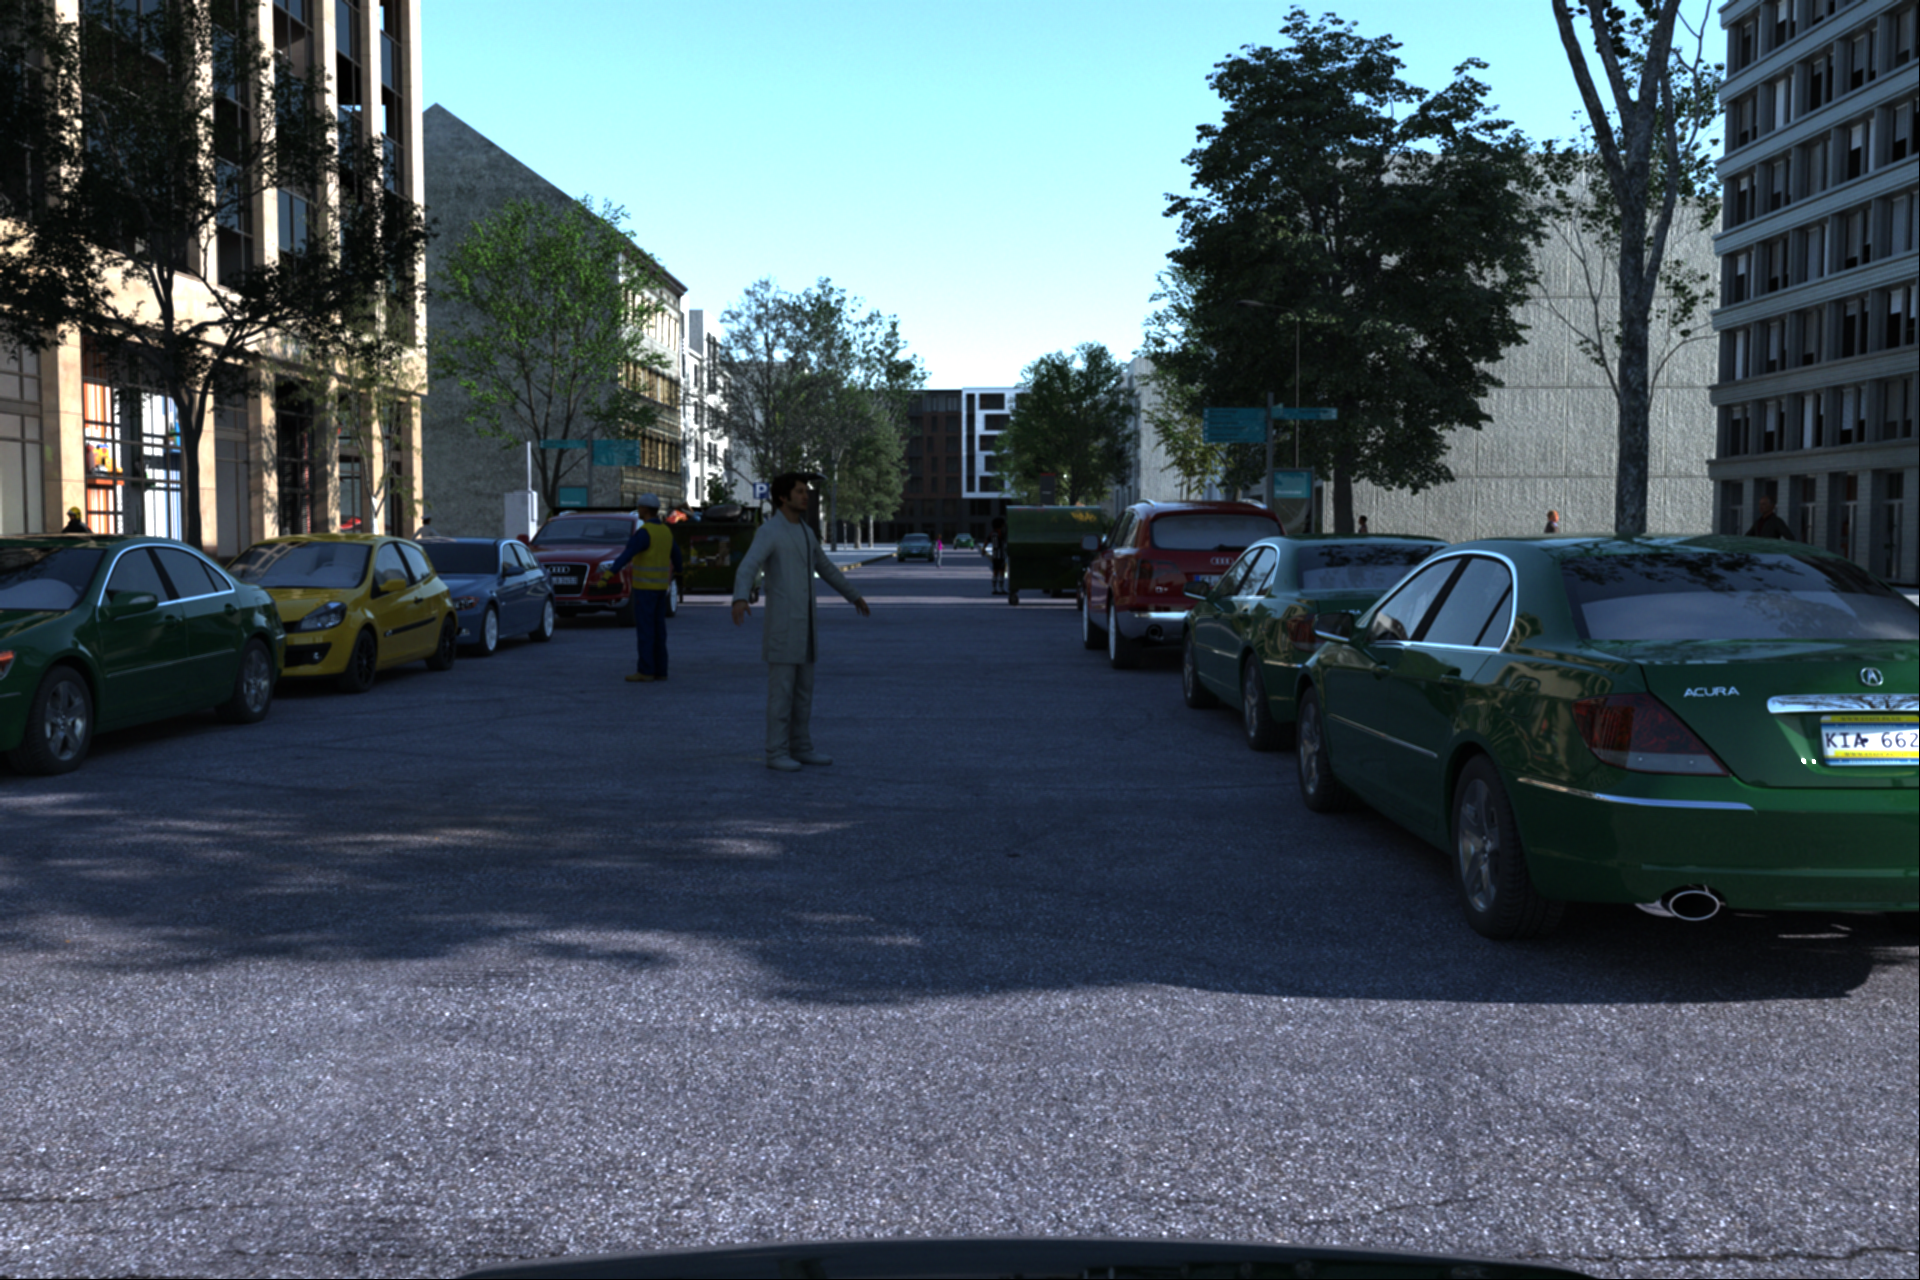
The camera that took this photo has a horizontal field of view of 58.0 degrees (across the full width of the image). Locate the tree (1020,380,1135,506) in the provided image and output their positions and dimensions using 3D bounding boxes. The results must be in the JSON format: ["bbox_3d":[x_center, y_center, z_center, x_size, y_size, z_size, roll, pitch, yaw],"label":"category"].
[{"bbox_3d":[7.025,-10.239,101.827,7.601,10.594,8.767,-2,4,-32],"label":"tree"}]

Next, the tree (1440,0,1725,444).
[{"bbox_3d":[23.873,-12.713,63.746,12.611,20.169,13.585,0,3,0],"label":"tree"}]

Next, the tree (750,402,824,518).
[{"bbox_3d":[-9.246,-8.689,92.434,4.737,8.622,4.395,0,3,0],"label":"tree"}]

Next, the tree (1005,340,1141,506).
[{"bbox_3d":[5.997,-10.176,92.129,9.928,11.665,9.643,0,3,0],"label":"tree"}]

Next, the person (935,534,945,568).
[{"bbox_3d":[-0.832,-3.795,73.764,0.599,1.433,0.991,1,4,16],"label":"person"}]

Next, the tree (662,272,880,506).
[{"bbox_3d":[-8.878,-10.516,82.304,12.009,13.543,11.850,0,3,0],"label":"tree"}]

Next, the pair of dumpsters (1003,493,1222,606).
[{"bbox_3d":[3.087,-1.825,34.793,4.436,2.255,1.574,0,4,-1],"label":"pair of dumpsters"}]

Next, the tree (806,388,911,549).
[{"bbox_3d":[-8.994,-14.893,150.152,9.857,13.997,8.962,0,3,0],"label":"tree"}]

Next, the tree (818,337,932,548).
[{"bbox_3d":[-9.062,-18.905,164.990,12.611,20.169,13.585,0,3,0],"label":"tree"}]

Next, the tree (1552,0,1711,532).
[{"bbox_3d":[7.254,-10.172,22.201,12.611,20.169,13.585,0,3,0],"label":"tree"}]

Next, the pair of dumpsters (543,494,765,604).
[{"bbox_3d":[-6.283,-1.882,35.720,4.436,2.255,1.574,0,4,1],"label":"pair of dumpsters"}]

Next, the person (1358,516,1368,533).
[{"bbox_3d":[11.469,-2.648,49.458,0.704,1.807,1.345,1,4,15],"label":"person"}]

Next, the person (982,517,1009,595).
[{"bbox_3d":[0.940,-1.977,40.925,0.704,1.843,1.345,-3,5,-42],"label":"person"}]

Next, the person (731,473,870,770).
[{"bbox_3d":[-1.015,-0.123,10.649,0.705,1.806,1.347,2,4,31],"label":"person"}]

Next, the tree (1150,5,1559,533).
[{"bbox_3d":[9.300,-8.265,41.790,9.857,13.997,8.962,0,3,0],"label":"tree"}]

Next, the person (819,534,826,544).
[{"bbox_3d":[-6.083,-4.101,73.770,0.721,1.740,1.216,2,4,29],"label":"person"}]

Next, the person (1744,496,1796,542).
[{"bbox_3d":[11.051,-1.077,23.795,0.705,1.807,1.348,-1,4,-18],"label":"person"}]

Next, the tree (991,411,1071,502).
[{"bbox_3d":[6.315,-13.102,139.977,9.928,11.665,9.643,0,3,0],"label":"tree"}]

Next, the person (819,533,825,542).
[{"bbox_3d":[-7.257,-4.961,87.340,0.704,1.802,1.346,2,4,29],"label":"person"}]

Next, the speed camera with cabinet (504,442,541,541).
[{"bbox_3d":[-9.448,-2.662,37.860,0.660,3.252,2.038,0,4,-1],"label":"speed camera with cabinet"}]

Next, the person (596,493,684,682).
[{"bbox_3d":[-3.052,-0.520,16.925,0.705,1.833,1.349,2,4,25],"label":"person"}]

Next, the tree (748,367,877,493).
[{"bbox_3d":[-8.830,-10.891,103.828,9.928,11.665,9.643,0,3,0],"label":"tree"}]

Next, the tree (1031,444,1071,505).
[{"bbox_3d":[6.267,-10.822,127.305,4.360,8.622,3.978,0,3,0],"label":"tree"}]

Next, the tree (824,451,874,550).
[{"bbox_3d":[-9.304,-11.576,139.624,4.360,8.622,3.978,0,3,0],"label":"tree"}]

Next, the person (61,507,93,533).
[{"bbox_3d":[-18.728,-1.889,36.650,1.351,1.858,0.704,1,4,16],"label":"person"}]

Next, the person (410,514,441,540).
[{"bbox_3d":[-13.231,-2.245,43.170,1.216,1.778,0.721,1,4,17],"label":"person"}]

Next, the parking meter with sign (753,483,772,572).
[{"bbox_3d":[-6.725,-3.884,59.766,0.543,3.016,1.738,0,4,2],"label":"parking meter with sign"}]

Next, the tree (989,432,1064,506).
[{"bbox_3d":[6.364,-14.133,156.827,9.928,11.665,9.643,0,3,0],"label":"tree"}]

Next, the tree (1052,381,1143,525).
[{"bbox_3d":[6.068,-8.190,84.265,4.360,8.622,3.978,0,3,0],"label":"tree"}]

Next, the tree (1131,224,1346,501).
[{"bbox_3d":[9.234,-8.027,57.001,9.928,11.665,9.643,0,3,0],"label":"tree"}]

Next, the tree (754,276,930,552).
[{"bbox_3d":[-8.535,-16.504,125.722,12.611,20.169,13.585,0,3,0],"label":"tree"}]

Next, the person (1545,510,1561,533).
[{"bbox_3d":[11.966,-1.728,34.851,0.434,1.755,0.990,1,4,16],"label":"person"}]

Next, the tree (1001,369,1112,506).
[{"bbox_3d":[6.360,-12.179,117.251,7.486,12.596,7.792,0,3,0],"label":"tree"}]

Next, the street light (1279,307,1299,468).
[{"bbox_3d":[7.250,-3.796,34.614,1.470,5.913,1.316,0,3,0],"label":"street light"}]
